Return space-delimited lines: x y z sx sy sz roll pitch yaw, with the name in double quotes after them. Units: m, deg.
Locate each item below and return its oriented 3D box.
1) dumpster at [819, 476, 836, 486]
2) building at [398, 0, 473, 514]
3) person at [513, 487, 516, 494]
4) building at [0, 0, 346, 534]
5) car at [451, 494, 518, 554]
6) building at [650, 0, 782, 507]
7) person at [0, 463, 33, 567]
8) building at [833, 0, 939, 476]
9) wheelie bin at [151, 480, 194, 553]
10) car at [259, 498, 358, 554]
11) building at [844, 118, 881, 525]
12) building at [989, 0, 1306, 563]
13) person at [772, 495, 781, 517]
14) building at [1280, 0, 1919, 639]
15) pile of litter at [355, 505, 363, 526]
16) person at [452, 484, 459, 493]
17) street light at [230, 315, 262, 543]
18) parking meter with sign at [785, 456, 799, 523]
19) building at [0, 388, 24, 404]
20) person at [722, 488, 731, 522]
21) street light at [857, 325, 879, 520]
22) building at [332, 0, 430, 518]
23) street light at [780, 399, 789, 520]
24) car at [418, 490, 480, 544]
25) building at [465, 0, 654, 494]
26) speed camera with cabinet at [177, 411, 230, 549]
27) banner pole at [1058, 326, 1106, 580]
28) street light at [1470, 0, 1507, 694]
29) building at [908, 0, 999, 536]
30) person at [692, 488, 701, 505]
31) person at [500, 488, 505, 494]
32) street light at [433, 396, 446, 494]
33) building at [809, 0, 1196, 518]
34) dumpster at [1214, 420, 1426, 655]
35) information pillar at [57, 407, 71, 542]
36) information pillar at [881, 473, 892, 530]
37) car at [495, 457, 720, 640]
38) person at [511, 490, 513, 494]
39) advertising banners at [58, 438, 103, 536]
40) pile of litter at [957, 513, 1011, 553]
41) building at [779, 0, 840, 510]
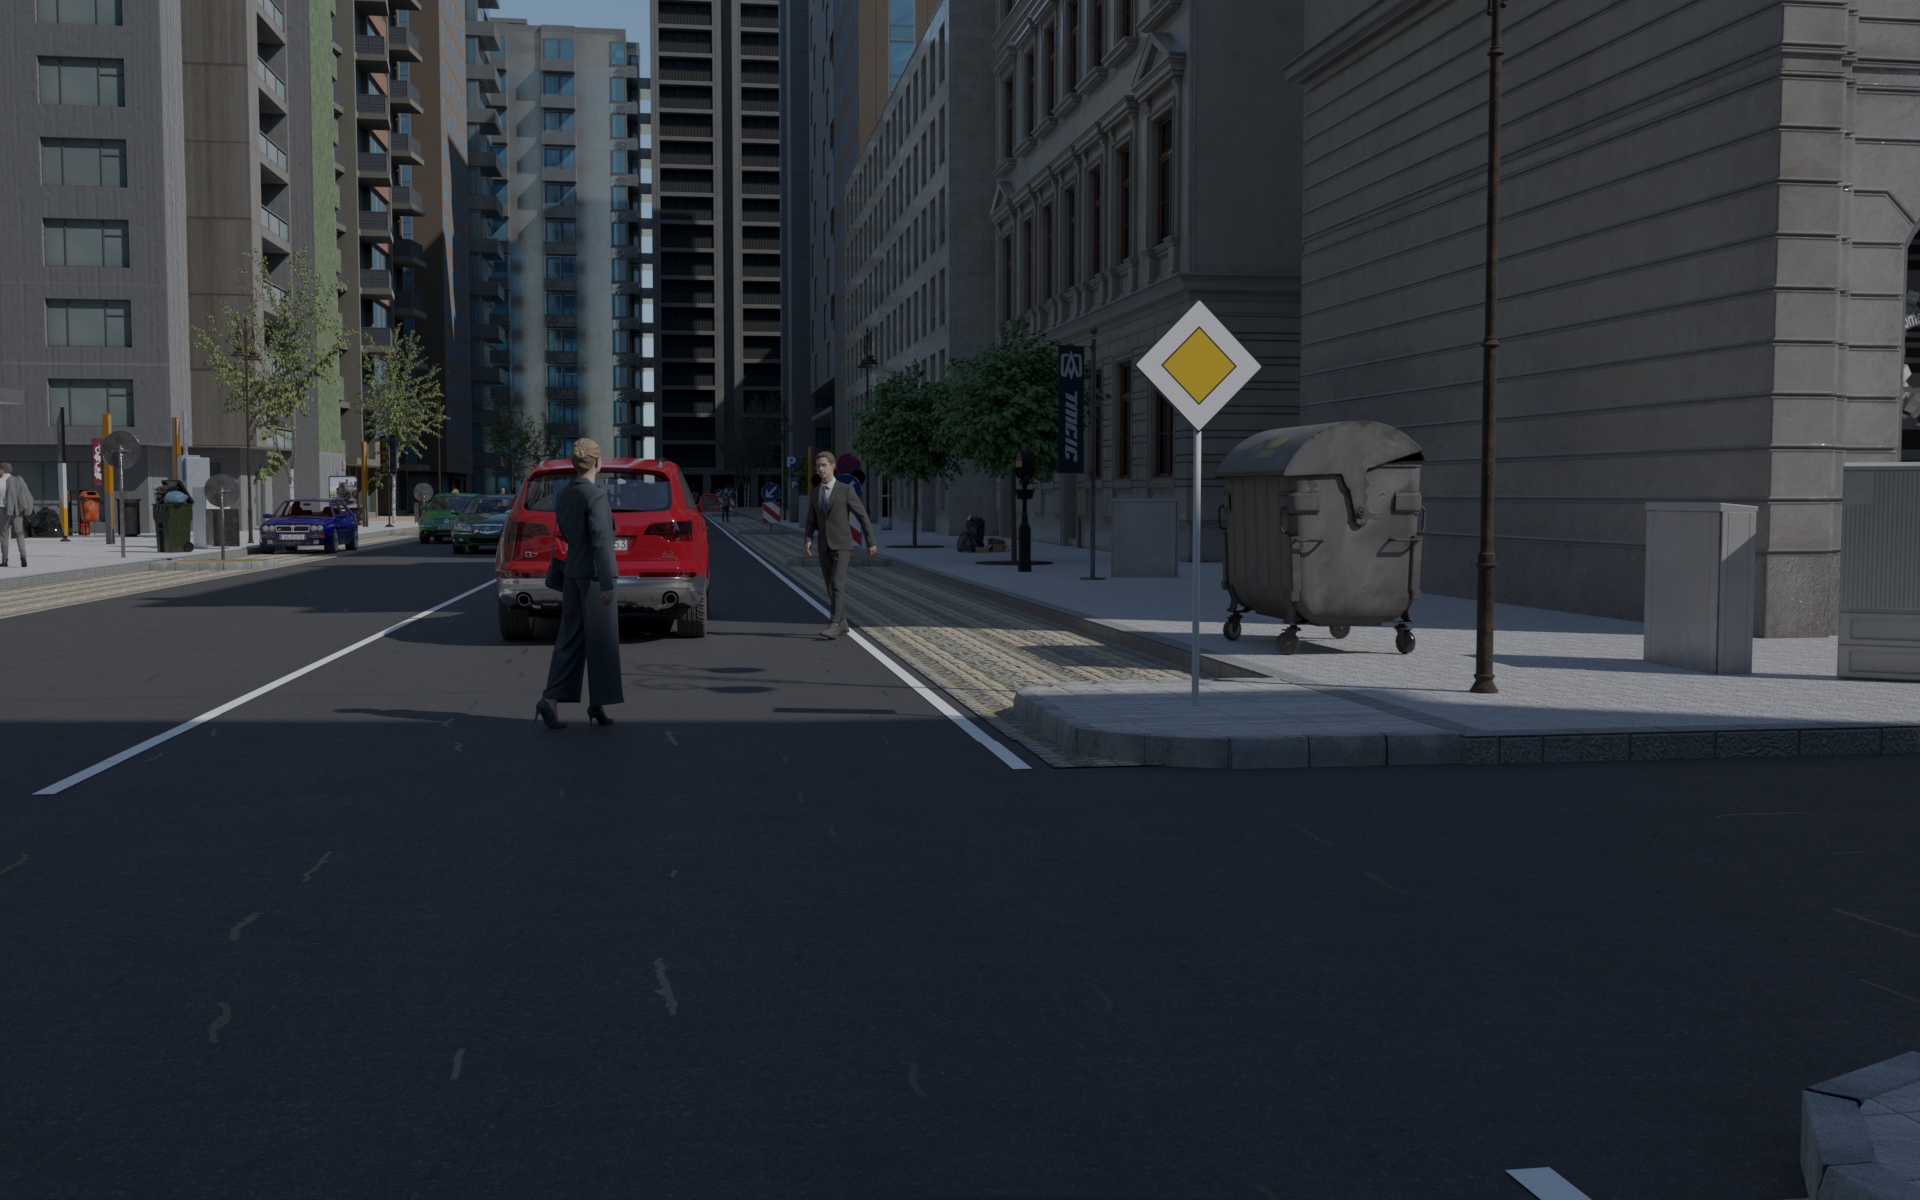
-3.986 -3.106 56.545 1.264 1.857 1.865 -1 4 -9 "dumpster"
-41.086 -28.530 116.582 14.600 45.320 14.200 -1 4 -9 "building"
-35.853 -8.147 139.216 0.705 1.831 1.348 0 4 -3 "person"
-30.537 -23.062 60.655 14.154 41.232 14.086 -1 4 -9 "building"
-11.520 -1.922 43.223 2.131 1.459 4.920 -1 4 -9 "car"
-21.404 -45.327 179.342 20.611 71.187 20.563 -1 4 -9 "building"
-16.626 -1.483 30.393 0.850 1.850 0.679 3 5 42 "person"
0.618 -27.192 94.694 14.600 45.320 14.200 -1 4 -9 "building"
-17.265 -1.840 37.995 0.980 1.594 0.693 2 4 29 "wheelie bin"
-15.932 -1.826 42.439 1.945 1.354 3.894 -1 4 -9 "car"
0.804 -13.660 78.088 10.420 20.320 16.860 -1 4 -9 "building"
7.610 -12.597 42.116 11.583 22.565 21.152 -1 4 -9 "building"
-10.082 -5.427 95.229 0.568 1.767 0.683 2 4 27 "person"
17.583 -11.041 22.320 24.055 21.916 13.314 -1 4 -9 "building"
-24.837 -3.488 70.998 1.176 0.858 1.719 0 4 -4 "pile of litter"
-28.308 -5.562 96.994 0.705 1.823 1.348 1 4 17 "person"
-18.493 -4.416 44.984 0.468 5.910 1.993 -1 4 -9 "street light"
-7.560 -5.024 78.409 0.543 3.016 1.738 -1 4 -10 "parking meter with sign"
-28.605 -24.626 22.239 23.786 49.044 30.456 -1 4 -9 "building"
-11.745 -4.802 87.549 0.617 1.759 0.750 -3 4 -38 "person"
-2.541 -4.579 47.660 0.468 5.910 1.993 -1 4 -9 "street light"
-41.520 -26.849 93.606 22.147 44.769 28.867 -1 4 -9 "building"
-8.561 -6.834 84.525 0.468 5.910 1.993 -1 4 -9 "street light"
-15.001 -2.624 51.702 1.959 1.807 4.718 -1 4 -8 "car"
-46.791 -34.095 177.065 30.456 49.044 23.786 -1 4 -9 "building"
-17.935 -2.858 41.062 0.660 3.252 2.038 -3 5 -40 "speed camera with cabinet"
1.789 -2.187 25.780 0.863 3.779 0.401 -2 4 -29 "banner pole"
3.392 -2.339 11.032 0.468 5.910 1.993 -1 4 -9 "street light"
3.440 -12.643 61.466 10.420 20.320 16.860 -1 4 -9 "building"
-18.198 -6.746 118.811 0.705 1.823 1.348 3 5 43 "person"
-25.105 -5.280 95.386 0.434 1.755 0.990 2 4 29 "person"
-24.534 -6.655 81.594 0.468 5.910 1.993 -1 4 -9 "street light"
4.248 -32.251 116.535 28.713 52.752 27.495 -1 4 -9 "building"
2.998 -0.534 14.493 1.264 1.857 1.865 -1 4 -9 "dumpster"
-24.166 -3.381 46.626 0.183 3.616 0.504 -3 5 -41 "information pillar"
-2.602 -3.491 61.577 0.304 2.012 0.304 2 4 23 "information pillar"
-3.738 -0.613 18.688 2.281 1.827 5.304 0 4 -8 "car"
-41.922 -9.402 162.235 1.348 1.823 0.705 0 4 7 "person"
-27.141 -3.508 53.543 0.090 3.025 2.074 1 4 11 "advertising banners"
0.586 -1.502 38.521 1.176 0.858 1.719 3 5 42 "pile of litter"
-4.466 -36.816 143.935 21.231 58.520 28.212 -1 4 -9 "building"
